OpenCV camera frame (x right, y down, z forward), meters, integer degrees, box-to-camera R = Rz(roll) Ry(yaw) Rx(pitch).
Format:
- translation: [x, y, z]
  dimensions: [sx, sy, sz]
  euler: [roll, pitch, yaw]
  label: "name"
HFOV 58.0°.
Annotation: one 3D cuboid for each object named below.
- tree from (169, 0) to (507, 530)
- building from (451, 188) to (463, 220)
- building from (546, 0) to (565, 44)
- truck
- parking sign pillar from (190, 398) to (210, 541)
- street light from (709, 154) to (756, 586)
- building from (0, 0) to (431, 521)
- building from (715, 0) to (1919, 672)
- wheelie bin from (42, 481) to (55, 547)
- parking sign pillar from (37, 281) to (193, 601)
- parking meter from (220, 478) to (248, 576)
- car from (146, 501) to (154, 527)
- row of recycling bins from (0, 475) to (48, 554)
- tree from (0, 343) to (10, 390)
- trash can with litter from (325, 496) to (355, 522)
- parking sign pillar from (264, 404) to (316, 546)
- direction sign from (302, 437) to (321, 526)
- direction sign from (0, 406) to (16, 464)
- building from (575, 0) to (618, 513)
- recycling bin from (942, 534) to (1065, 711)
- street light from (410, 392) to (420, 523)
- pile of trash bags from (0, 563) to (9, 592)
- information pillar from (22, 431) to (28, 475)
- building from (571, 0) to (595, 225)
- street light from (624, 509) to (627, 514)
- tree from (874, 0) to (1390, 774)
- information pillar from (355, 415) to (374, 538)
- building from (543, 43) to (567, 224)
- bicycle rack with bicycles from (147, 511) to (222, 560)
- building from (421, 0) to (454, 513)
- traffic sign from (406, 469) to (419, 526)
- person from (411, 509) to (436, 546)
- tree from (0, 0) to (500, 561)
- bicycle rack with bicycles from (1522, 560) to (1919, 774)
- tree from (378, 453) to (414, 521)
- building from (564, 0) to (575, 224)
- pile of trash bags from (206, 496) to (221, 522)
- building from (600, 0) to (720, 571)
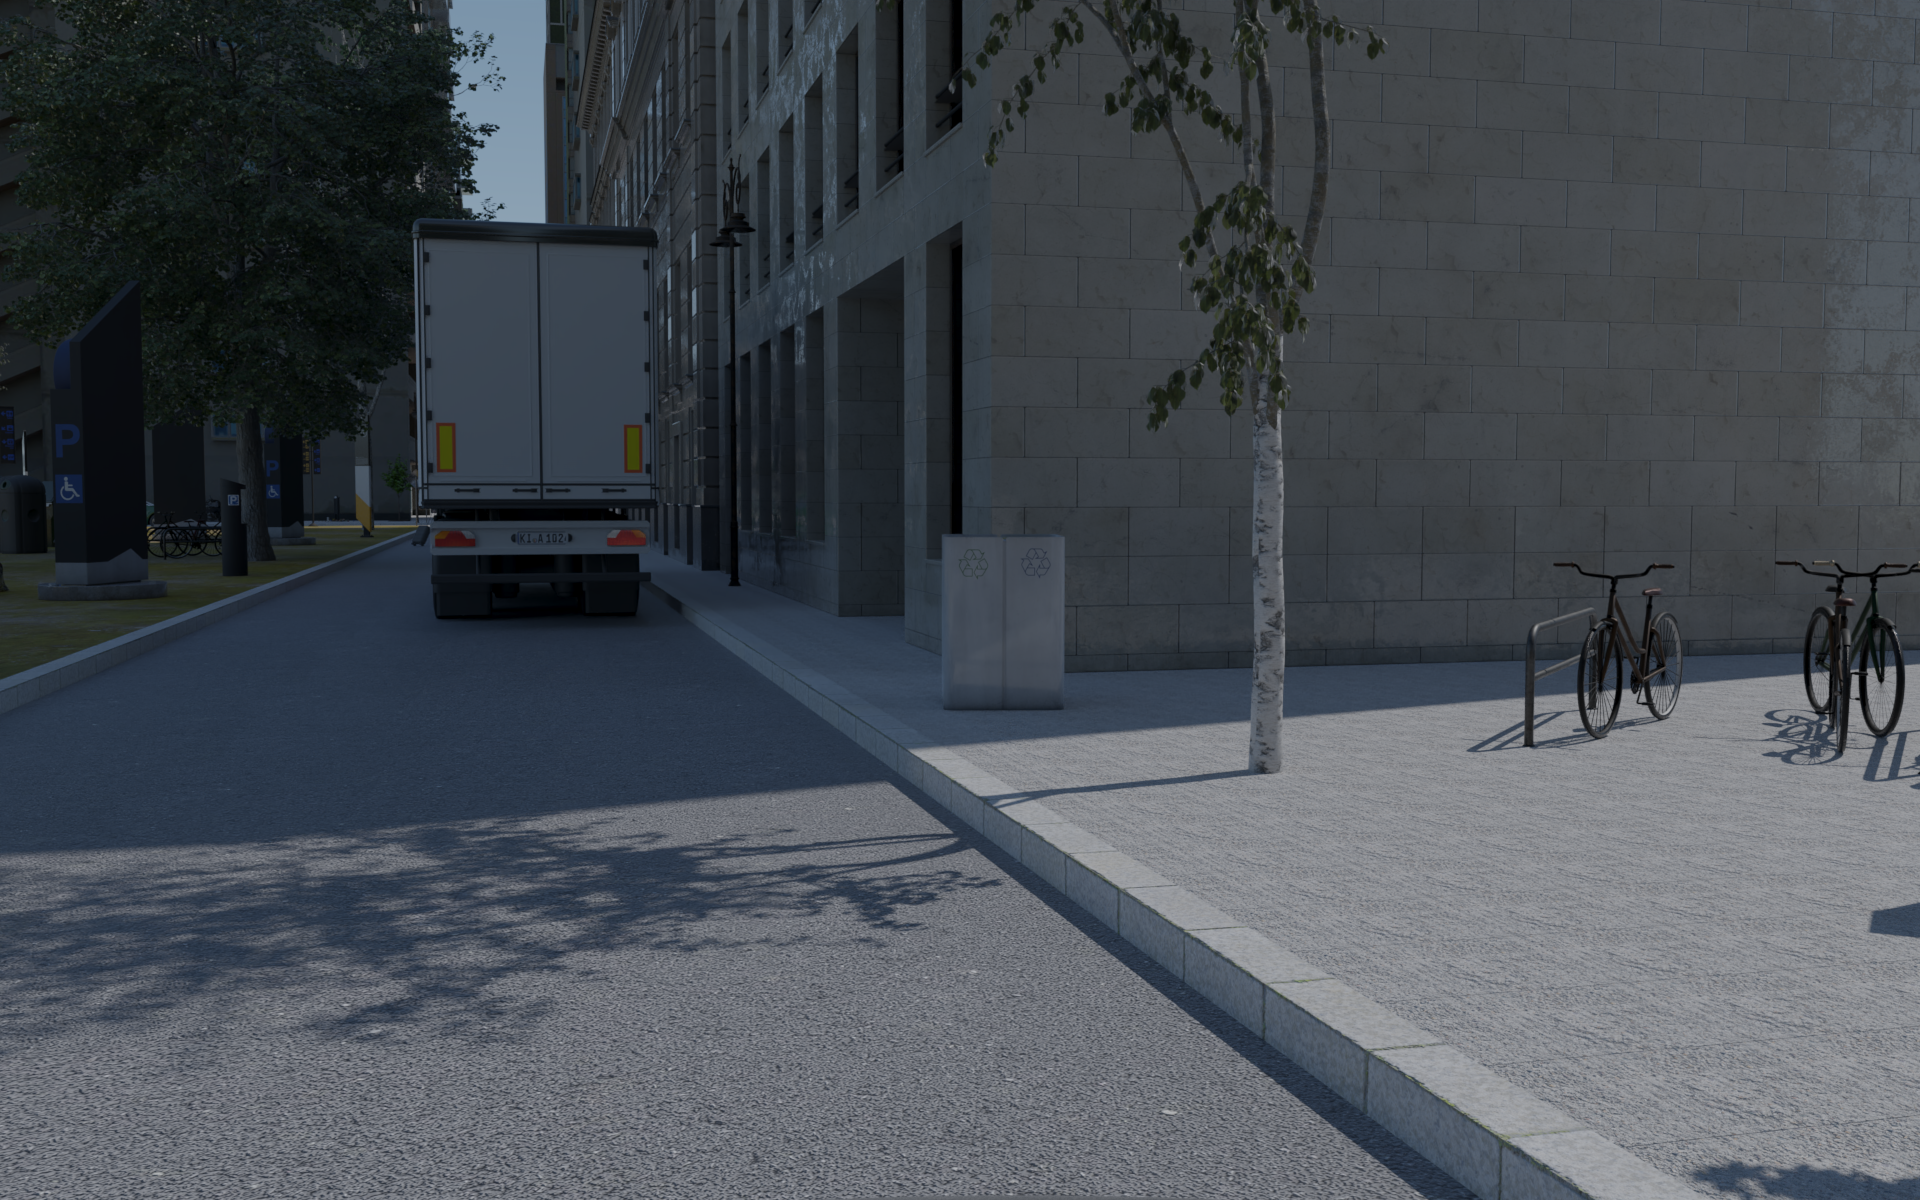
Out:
- translation: [-21.798, -12.469, 59.750]
  dimensions: [12.611, 20.169, 13.585]
  euler: [0, 3, 0]
  label: "tree"
- translation: [-51.823, -23.462, 155.313]
  dimensions: [14.160, 30.474, 14.107]
  euler: [-1, 4, -14]
  label: "building"
- translation: [-46.998, -49.276, 243.917]
  dimensions: [20.611, 71.187, 20.563]
  euler: [-1, 4, -14]
  label: "building"
- translation: [-5.819, -2.105, 23.335]
  dimensions: [2.839, 4.237, 11.283]
  euler: [-1, 4, -15]
  label: "truck"
- translation: [-21.383, -3.605, 47.419]
  dimensions: [1.447, 3.967, 1.447]
  euler: [-1, 4, -23]
  label: "parking sign pillar"
- translation: [-3.143, -3.131, 23.978]
  dimensions: [0.468, 5.910, 1.993]
  euler: [-1, 4, -14]
  label: "street light"
- translation: [-39.531, -28.512, 89.867]
  dimensions: [21.300, 48.544, 21.600]
  euler: [-1, 4, -14]
  label: "building"
- translation: [3.164, -10.171, 21.053]
  dimensions: [10.420, 20.320, 16.860]
  euler: [-1, 4, -14]
  label: "building"
- translation: [-22.013, -2.086, 42.022]
  dimensions: [0.980, 1.594, 0.693]
  euler: [1, 4, 19]
  label: "wheelie bin"
- translation: [-10.607, -2.010, 21.338]
  dimensions: [1.447, 3.967, 1.447]
  euler: [0, 4, 6]
  label: "parking sign pillar"
- translation: [-11.368, -1.145, 27.124]
  dimensions: [0.372, 1.533, 0.369]
  euler: [0, 3, 0]
  label: "parking meter"
- translation: [-33.689, -3.548, 69.807]
  dimensions: [4.920, 1.459, 2.131]
  euler: [-1, 4, -14]
  label: "car"
- translation: [-21.040, -1.918, 38.479]
  dimensions: [1.069, 1.692, 3.534]
  euler: [-3, 4, -38]
  label: "row of recycling bins"
- translation: [-30.155, -6.128, 50.548]
  dimensions: [4.360, 8.622, 3.978]
  euler: [0, 3, 0]
  label: "tree"
- translation: [-29.063, -4.260, 80.708]
  dimensions: [1.678, 1.210, 2.233]
  euler: [-2, 4, -32]
  label: "trash can with litter"
- translation: [-17.015, -3.370, 43.580]
  dimensions: [1.447, 3.967, 1.447]
  euler: [0, 4, 3]
  label: "parking sign pillar"
- translation: [-25.690, -4.690, 68.685]
  dimensions: [0.876, 3.537, 0.379]
  euler: [1, 4, 21]
  label: "direction sign"
- translation: [-24.755, -3.212, 44.515]
  dimensions: [0.876, 3.537, 0.379]
  euler: [-2, 4, -34]
  label: "direction sign"
- translation: [-8.116, -12.114, 62.694]
  dimensions: [10.561, 19.102, 19.286]
  euler: [-1, 4, -14]
  label: "building"
- translation: [0.254, 0.120, 10.596]
  dimensions: [0.722, 1.027, 0.722]
  euler: [0, 4, -1]
  label: "recycling bin"
- translation: [-24.261, -6.391, 77.276]
  dimensions: [0.468, 5.910, 1.993]
  euler: [-1, 4, -14]
  label: "street light"
- translation: [-13.026, -0.701, 21.219]
  dimensions: [1.912, 1.369, 3.447]
  euler: [-1, 4, -15]
  label: "pile of trash bags"
- translation: [-34.695, -4.462, 64.308]
  dimensions: [0.183, 3.616, 0.504]
  euler: [-2, 4, -35]
  label: "information pillar"
- translation: [-9.782, -28.678, 92.590]
  dimensions: [21.600, 48.544, 21.300]
  euler: [-1, 4, -14]
  label: "building"
- translation: [-9.237, -4.573, 47.550]
  dimensions: [0.468, 5.910, 1.993]
  euler: [-1, 4, -14]
  label: "street light"
- translation: [1.180, -3.509, 7.740]
  dimensions: [4.360, 8.622, 3.978]
  euler: [0, 3, 0]
  label: "tree"
- translation: [-17.630, -3.659, 51.181]
  dimensions: [0.504, 3.616, 0.183]
  euler: [1, 4, 17]
  label: "information pillar"
- translation: [-33.739, -31.881, 171.371]
  dimensions: [14.600, 45.320, 14.200]
  euler: [-1, 4, -14]
  label: "building"
- translation: [-15.513, -1.322, 34.997]
  dimensions: [2.925, 0.926, 2.852]
  euler: [-2, 4, -34]
  label: "bicycle rack with bicycles"
- translation: [-47.557, -30.780, 122.861]
  dimensions: [23.786, 49.044, 30.456]
  euler: [-1, 4, -14]
  label: "building"
- translation: [-21.810, -4.027, 69.480]
  dimensions: [0.795, 2.450, 0.064]
  euler: [-1, 4, -14]
  label: "traffic sign"
- translation: [-14.637, -2.416, 48.227]
  dimensions: [0.699, 1.804, 1.509]
  euler: [2, 4, 35]
  label: "person"
- translation: [-13.524, -7.715, 32.801]
  dimensions: [9.857, 13.997, 8.962]
  euler: [0, 3, 0]
  label: "tree"
- translation: [4.289, 0.258, 9.169]
  dimensions: [2.852, 0.926, 2.925]
  euler: [2, 4, 31]
  label: "bicycle rack with bicycles"
- translation: [-26.263, -5.312, 81.450]
  dimensions: [1.663, 3.219, 1.824]
  euler: [0, 3, 0]
  label: "tree"
- translation: [-22.605, -27.377, 131.210]
  dimensions: [14.154, 41.232, 14.086]
  euler: [-1, 4, -14]
  label: "building"
- translation: [-34.530, -4.316, 80.315]
  dimensions: [3.447, 1.369, 1.912]
  euler: [0, 4, 8]
  label: "pile of trash bags"
- translation: [-1.857, -14.918, 41.174]
  dimensions: [12.463, 27.353, 25.104]
  euler: [-1, 4, -14]
  label: "building"
